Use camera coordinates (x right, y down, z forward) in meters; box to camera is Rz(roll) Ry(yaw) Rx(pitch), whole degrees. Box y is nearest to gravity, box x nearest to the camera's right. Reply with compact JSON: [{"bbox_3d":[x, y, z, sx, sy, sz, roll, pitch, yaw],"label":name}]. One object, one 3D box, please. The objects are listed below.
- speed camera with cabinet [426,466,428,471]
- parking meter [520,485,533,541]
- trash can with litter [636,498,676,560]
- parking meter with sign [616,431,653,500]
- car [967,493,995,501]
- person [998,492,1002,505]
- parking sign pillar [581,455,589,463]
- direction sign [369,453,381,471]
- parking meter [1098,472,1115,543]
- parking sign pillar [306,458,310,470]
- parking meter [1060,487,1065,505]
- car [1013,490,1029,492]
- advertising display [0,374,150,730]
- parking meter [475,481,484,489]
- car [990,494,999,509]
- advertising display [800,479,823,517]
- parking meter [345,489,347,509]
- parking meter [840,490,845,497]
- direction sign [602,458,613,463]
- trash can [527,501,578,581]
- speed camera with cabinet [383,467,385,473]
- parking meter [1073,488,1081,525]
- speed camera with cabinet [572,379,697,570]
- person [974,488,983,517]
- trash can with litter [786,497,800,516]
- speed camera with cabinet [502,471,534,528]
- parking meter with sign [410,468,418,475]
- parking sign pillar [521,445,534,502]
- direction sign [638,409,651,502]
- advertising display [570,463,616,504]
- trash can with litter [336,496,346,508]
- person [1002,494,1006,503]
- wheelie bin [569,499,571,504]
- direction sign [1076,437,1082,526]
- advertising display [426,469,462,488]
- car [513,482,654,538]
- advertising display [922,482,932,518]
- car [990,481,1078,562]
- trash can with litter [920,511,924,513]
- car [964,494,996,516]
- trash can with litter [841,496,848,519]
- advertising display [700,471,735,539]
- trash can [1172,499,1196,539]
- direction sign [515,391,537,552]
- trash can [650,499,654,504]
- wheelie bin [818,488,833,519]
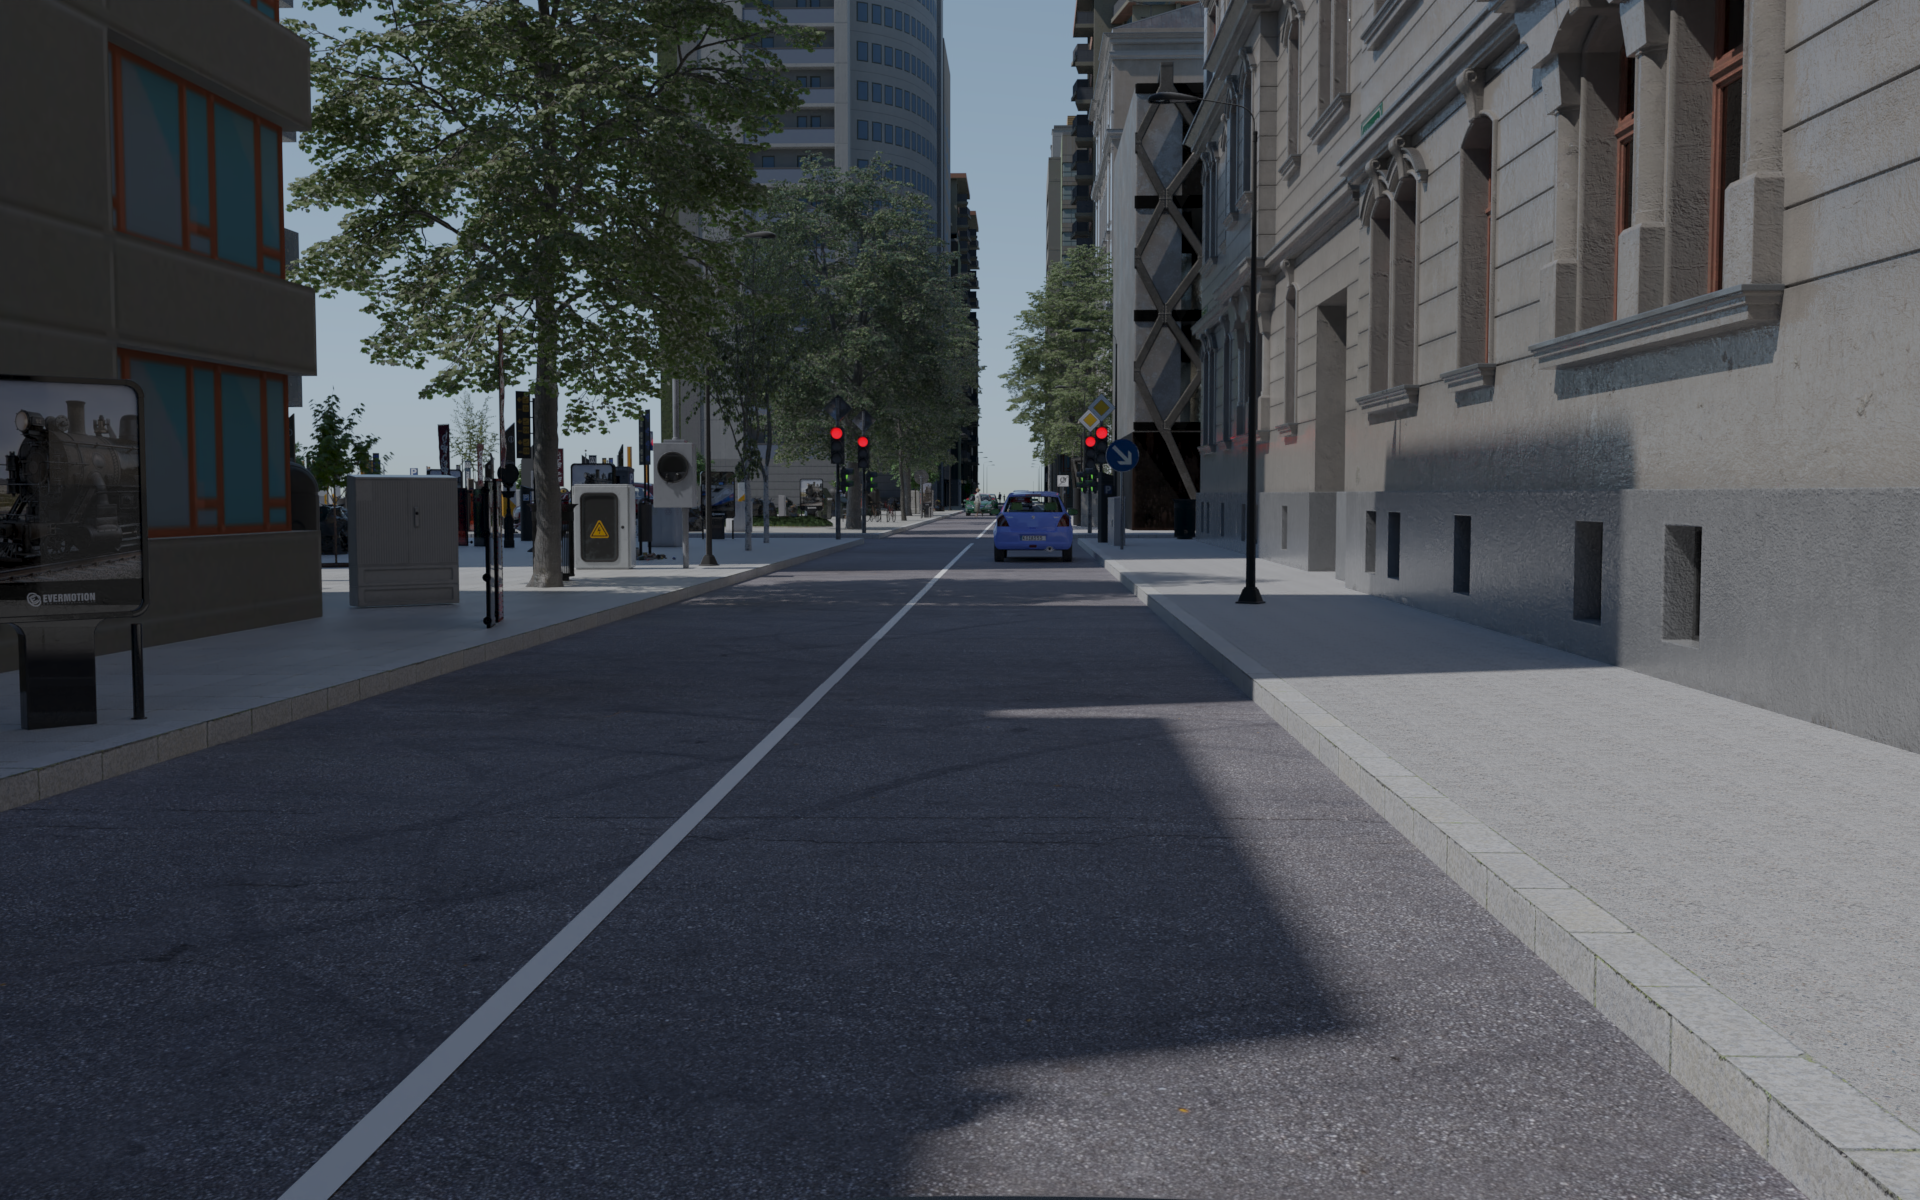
[{"bbox_3d":[-37.460,-7.757,121.158,0.660,3.252,2.038,1,4,13],"label":"speed camera with cabinet"},{"bbox_3d":[-11.829,-2.381,47.345,0.372,1.533,0.369,0,3,0],"label":"parking meter"},{"bbox_3d":[-6.394,-1.394,33.844,1.678,1.210,2.233,1,4,10],"label":"trash can with litter"},{"bbox_3d":[-9.408,-3.163,47.971,1.738,3.016,0.543,1,4,11],"label":"parking meter with sign"},{"bbox_3d":[1.585,-7.340,129.050,2.155,1.783,4.494,0,4,3],"label":"car"},{"bbox_3d":[5.348,-13.606,231.876,0.541,1.710,0.530,-1,4,-16],"label":"person"},{"bbox_3d":[-25.258,-7.973,118.824,1.447,3.967,1.447,-2,4,-29],"label":"parking sign pillar"},{"bbox_3d":[-32.339,-6.310,95.165,0.876,3.537,0.379,-2,4,-24],"label":"direction sign"},{"bbox_3d":[3.860,-2.448,45.742,0.399,1.863,0.255,-2,4,-24],"label":"parking meter"},{"bbox_3d":[-43.800,-7.865,117.062,1.447,3.967,1.447,0,4,-8],"label":"parking sign pillar"},{"bbox_3d":[6.782,-6.601,113.629,0.399,1.863,0.255,-2,4,-31],"label":"parking meter"},{"bbox_3d":[5.608,-9.146,158.204,2.281,1.827,5.304,0,4,3],"label":"car"},{"bbox_3d":[-4.975,-0.263,9.510,0.123,1.923,0.974,3,5,43],"label":"advertising display"},{"bbox_3d":[-21.574,-4.416,77.911,0.399,1.863,0.255,1,4,17],"label":"parking meter"},{"bbox_3d":[2.511,-8.850,153.485,1.959,1.807,4.718,0,4,1],"label":"car"},{"bbox_3d":[-6.165,-4.080,71.922,0.974,1.923,0.123,0,4,1],"label":"advertising display"},{"bbox_3d":[-47.103,-7.801,133.250,0.255,1.863,0.399,3,5,44],"label":"parking meter"},{"bbox_3d":[-6.331,-5.153,92.667,0.372,1.533,0.369,0,3,0],"label":"parking meter"},{"bbox_3d":[-21.911,-7.081,107.775,0.876,3.537,0.379,2,4,29],"label":"direction sign"},{"bbox_3d":[-6.031,-0.858,25.687,0.748,1.137,0.748,0,3,0],"label":"trash can"},{"bbox_3d":[-40.798,-7.777,121.496,0.660,3.252,2.038,2,4,30],"label":"speed camera with cabinet"},{"bbox_3d":[4.824,-3.829,71.016,0.372,1.533,0.369,0,3,0],"label":"parking meter"},{"bbox_3d":[-5.553,-2.154,29.560,2.038,3.252,0.660,0,4,-1],"label":"speed camera with cabinet"},{"bbox_3d":[1.178,-6.077,108.092,0.641,1.798,0.478,0,4,-5],"label":"person"},{"bbox_3d":[-8.541,-4.680,87.907,1.055,1.170,0.624,-1,4,-19],"label":"trash can with litter"},{"bbox_3d":[-16.413,-4.318,64.938,2.038,3.252,0.660,0,4,-7],"label":"speed camera with cabinet"},{"bbox_3d":[-36.362,-7.366,116.696,0.543,3.016,1.738,1,4,11],"label":"parking meter with sign"},{"bbox_3d":[-22.727,-6.320,91.796,1.447,3.967,1.447,3,5,44],"label":"parking sign pillar"},{"bbox_3d":[-8.478,-3.340,46.605,0.379,3.537,0.876,-2,4,-29],"label":"direction sign"},{"bbox_3d":[-7.611,-1.881,35.971,0.974,1.923,0.123,1,4,14],"label":"advertising display"},{"bbox_3d":[-28.764,-4.215,79.979,2.233,1.210,1.678,2,4,29],"label":"trash can with litter"},{"bbox_3d":[6.985,-15.945,272.457,1.065,1.426,0.557,3,5,43],"label":"person"},{"bbox_3d":[-9.035,-2.090,42.081,0.980,1.594,0.693,0,4,-1],"label":"wheelie bin"},{"bbox_3d":[4.858,-4.729,69.311,0.379,3.537,0.876,0,4,5],"label":"direction sign"},{"bbox_3d":[-13.218,-2.399,44.444,0.123,1.923,0.974,3,5,41],"label":"advertising display"},{"bbox_3d":[-11.272,-2.771,53.971,5.304,1.827,2.281,0,4,3],"label":"car"},{"bbox_3d":[-1.822,-5.431,94.012,0.123,1.923,0.974,2,4,29],"label":"advertising display"},{"bbox_3d":[1.620,-1.732,37.904,1.945,1.707,3.694,0,4,3],"label":"car"},{"bbox_3d":[-3.084,-6.552,118.177,2.233,1.210,1.678,-2,4,-24],"label":"trash can with litter"},{"bbox_3d":[1.329,-6.324,115.201,2.131,1.459,4.920,0,4,2],"label":"car"},{"bbox_3d":[-5.836,-4.769,89.366,0.624,1.170,1.055,-2,4,-35],"label":"trash can with litter"},{"bbox_3d":[-6.874,-2.688,49.168,0.974,1.923,0.123,-1,4,-15],"label":"advertising display"},{"bbox_3d":[6.384,-2.294,49.165,0.748,1.137,0.748,0,3,0],"label":"trash can"},{"bbox_3d":[-9.405,-2.832,38.302,0.876,3.537,0.379,-3,5,-43],"label":"direction sign"},{"bbox_3d":[-8.629,-2.322,49.615,0.748,1.137,0.748,0,3,0],"label":"trash can"},{"bbox_3d":[-6.878,-4.864,87.427,0.693,1.594,0.980,1,4,22],"label":"wheelie bin"}]
